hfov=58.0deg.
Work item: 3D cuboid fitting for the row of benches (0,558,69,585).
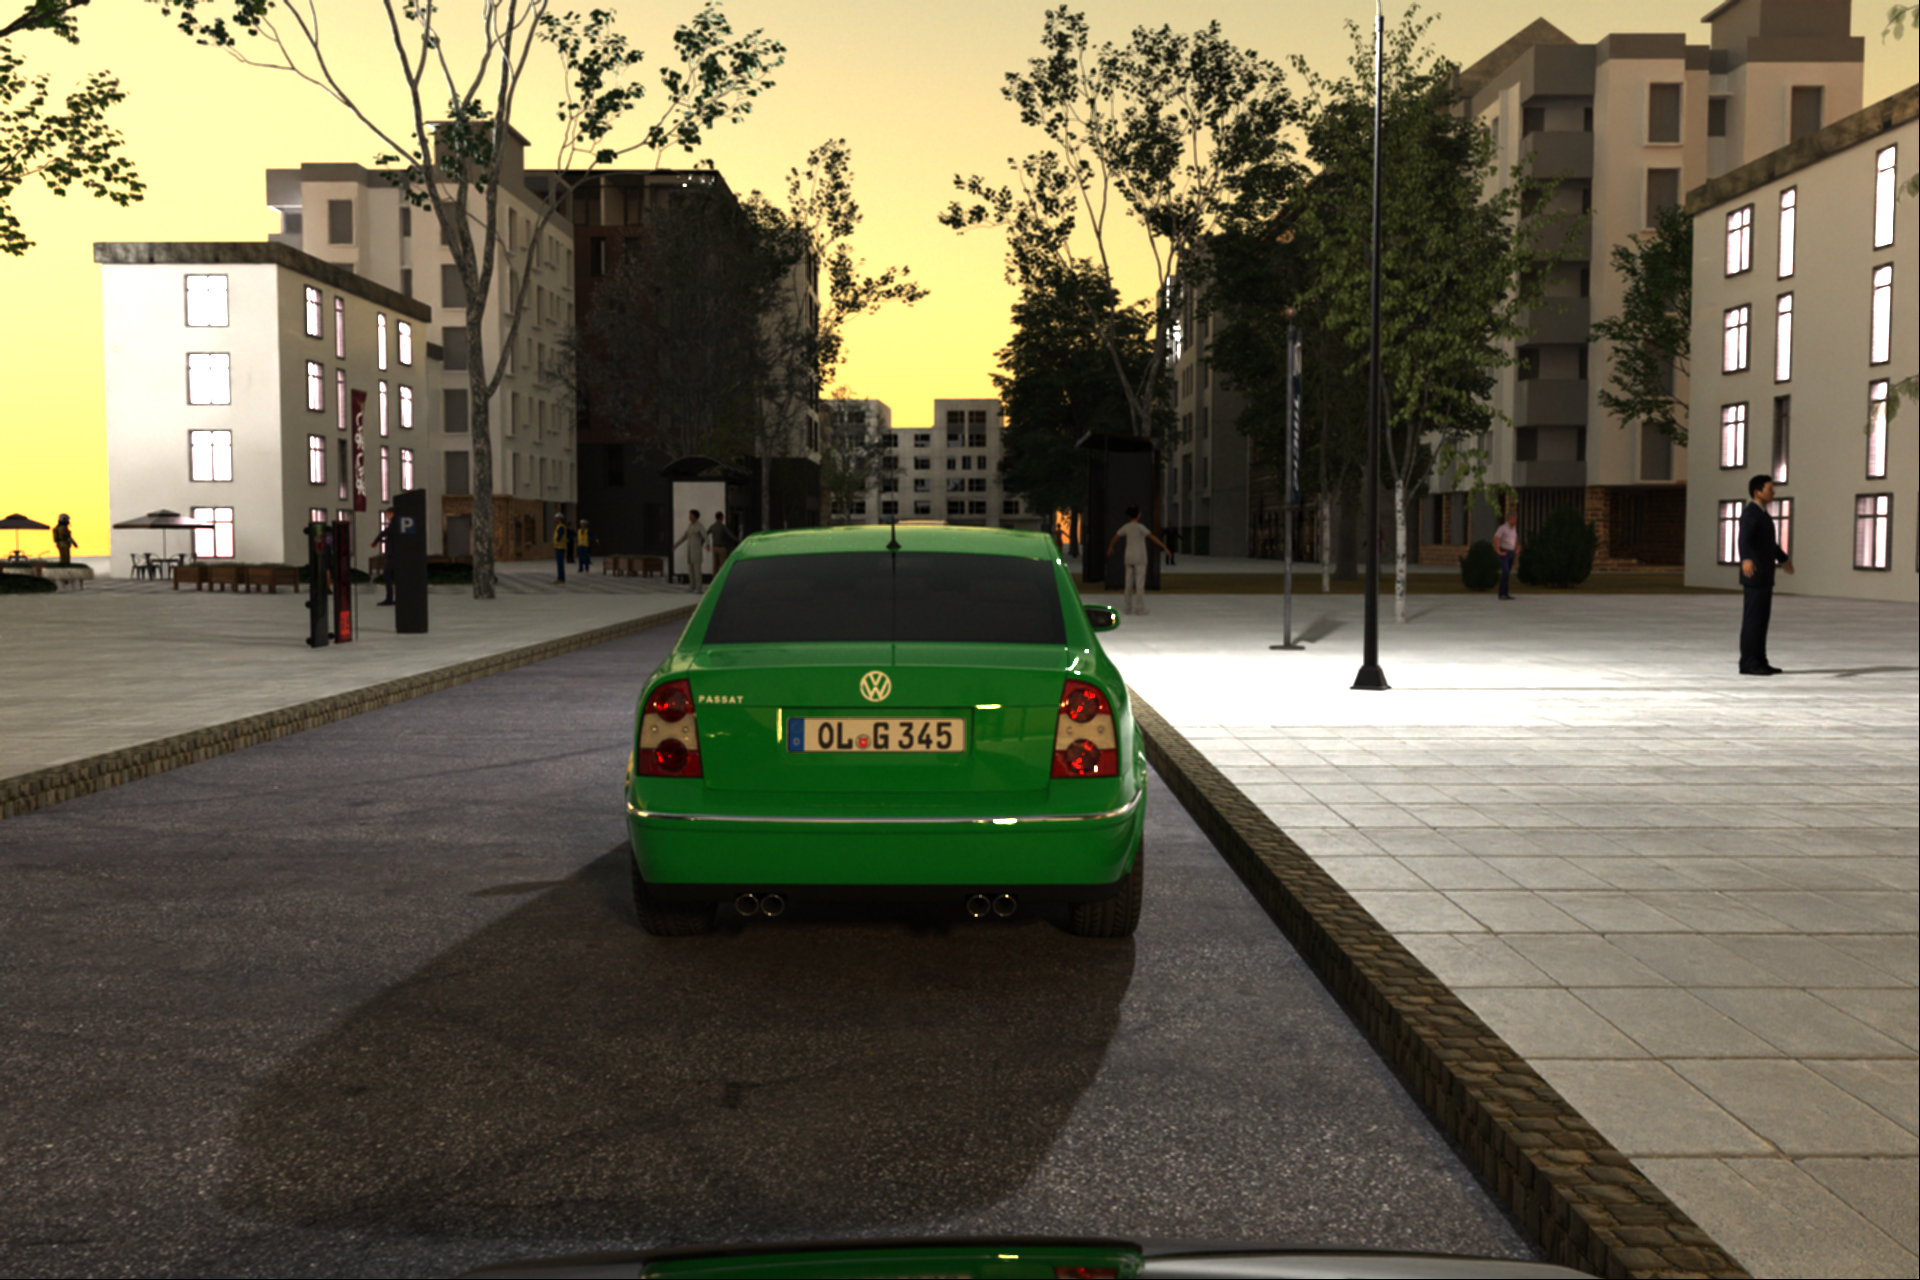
[{"bbox_3d":[-24.732,-1.736,43.844,4.104,0.672,1.422,0,4,4],"label":"row of benches"}]

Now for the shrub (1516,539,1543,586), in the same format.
[{"bbox_3d":[14.282,-1.952,43.026,1.383,1.207,1.383,0,3,0],"label":"shrub"}]

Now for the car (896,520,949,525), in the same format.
[{"bbox_3d":[-1.036,-2.390,47.744,2.281,1.827,5.304,0,4,0],"label":"car"}]

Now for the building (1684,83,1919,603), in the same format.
[{"bbox_3d":[22.337,-5.298,28.774,9.099,9.664,28.070,0,3,0],"label":"building"}]

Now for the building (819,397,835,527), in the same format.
[{"bbox_3d":[-25.103,-22.716,202.326,19.493,23.208,18.063,0,4,1],"label":"building"}]

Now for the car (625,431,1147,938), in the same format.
[{"bbox_3d":[-0.232,0.078,7.526,1.959,1.807,4.718,0,4,1],"label":"car"}]

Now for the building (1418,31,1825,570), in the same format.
[{"bbox_3d":[24.479,-13.154,71.492,16.016,20.090,11.380,0,4,0],"label":"building"}]

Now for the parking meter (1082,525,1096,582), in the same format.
[{"bbox_3d":[3.447,-2.303,46.065,0.372,1.533,0.369,0,3,0],"label":"parking meter"}]

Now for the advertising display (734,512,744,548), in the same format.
[{"bbox_3d":[-6.467,-2.782,50.700,0.123,1.923,0.974,0,4,2],"label":"advertising display"}]

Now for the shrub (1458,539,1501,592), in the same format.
[{"bbox_3d":[11.649,-1.687,38.700,1.383,1.207,1.383,0,3,0],"label":"shrub"}]

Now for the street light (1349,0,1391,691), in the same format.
[{"bbox_3d":[3.942,-2.546,14.164,1.470,5.913,1.316,0,4,0],"label":"street light"}]

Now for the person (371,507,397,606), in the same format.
[{"bbox_3d":[-10.329,-1.514,31.244,0.568,1.767,0.683,0,4,1],"label":"person"}]

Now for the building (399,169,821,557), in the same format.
[{"bbox_3d":[-24.240,-16.498,113.724,27.936,21.610,32.646,0,4,0],"label":"building"}]

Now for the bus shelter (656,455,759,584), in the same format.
[{"bbox_3d":[-6.749,-3.242,46.927,2.014,3.302,5.546,0,4,0],"label":"bus shelter"}]

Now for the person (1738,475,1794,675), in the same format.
[{"bbox_3d":[7.334,-0.600,15.853,0.704,1.823,1.345,3,5,40],"label":"person"}]

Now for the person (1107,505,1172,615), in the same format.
[{"bbox_3d":[2.851,-1.282,27.736,1.217,1.739,0.721,3,5,40],"label":"person"}]

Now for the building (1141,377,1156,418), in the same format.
[{"bbox_3d":[27.144,-20.169,160.691,19.493,23.208,18.063,0,3,0],"label":"building"}]

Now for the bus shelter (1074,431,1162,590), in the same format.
[{"bbox_3d":[3.837,-3.131,42.471,1.731,3.624,6.357,0,4,1],"label":"bus shelter"}]

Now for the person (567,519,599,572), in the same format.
[{"bbox_3d":[-12.630,-3.149,57.951,1.216,1.772,0.721,1,4,11],"label":"person"}]

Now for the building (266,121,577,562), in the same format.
[{"bbox_3d":[-25.779,-13.725,80.817,16.016,20.090,11.380,0,4,0],"label":"building"}]

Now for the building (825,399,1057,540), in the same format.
[{"bbox_3d":[-2.807,-22.280,233.184,31.486,18.905,16.747,0,4,4],"label":"building"}]

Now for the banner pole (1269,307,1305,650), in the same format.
[{"bbox_3d":[3.647,-1.771,18.967,0.401,3.779,0.863,0,3,0],"label":"banner pole"}]

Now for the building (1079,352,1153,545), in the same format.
[{"bbox_3d":[23.917,-22.730,202.564,19.493,23.208,18.063,0,4,0],"label":"building"}]

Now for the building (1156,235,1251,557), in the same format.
[{"bbox_3d":[22.488,-14.963,111.110,16.747,18.905,31.486,0,4,1],"label":"building"}]

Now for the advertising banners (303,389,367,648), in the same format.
[{"bbox_3d":[-7.302,-1.480,20.381,0.090,3.025,2.074,0,3,0],"label":"advertising banners"}]

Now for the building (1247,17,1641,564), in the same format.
[{"bbox_3d":[24.683,-15.433,83.257,19.493,23.208,18.063,0,3,0],"label":"building"}]

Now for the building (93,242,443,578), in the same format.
[{"bbox_3d":[-24.015,-7.449,63.935,9.099,9.664,28.070,0,4,0],"label":"building"}]

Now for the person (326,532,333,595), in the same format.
[{"bbox_3d":[-13.360,-1.674,36.652,0.421,1.427,0.697,1,4,13],"label":"person"}]

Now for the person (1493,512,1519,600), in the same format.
[{"bbox_3d":[10.759,-1.647,33.916,0.756,1.711,0.436,-2,4,-29],"label":"person"}]

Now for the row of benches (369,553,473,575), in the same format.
[{"bbox_3d":[-16.934,-2.437,55.310,4.104,0.672,1.422,-3,5,-42],"label":"row of benches"}]

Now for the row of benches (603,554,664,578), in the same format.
[{"bbox_3d":[-9.904,-2.264,52.485,1.422,0.672,4.104,-2,4,-28],"label":"row of benches"}]

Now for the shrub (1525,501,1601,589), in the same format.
[{"bbox_3d":[14.257,-2.257,40.941,1.661,2.075,1.752,0,3,0],"label":"shrub"}]

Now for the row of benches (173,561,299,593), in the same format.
[{"bbox_3d":[-16.170,-1.422,38.715,4.104,0.672,1.422,3,4,36],"label":"row of benches"}]

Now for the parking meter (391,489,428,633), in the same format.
[{"bbox_3d":[-7.125,-1.021,22.413,0.399,1.863,0.255,0,3,0],"label":"parking meter"}]
